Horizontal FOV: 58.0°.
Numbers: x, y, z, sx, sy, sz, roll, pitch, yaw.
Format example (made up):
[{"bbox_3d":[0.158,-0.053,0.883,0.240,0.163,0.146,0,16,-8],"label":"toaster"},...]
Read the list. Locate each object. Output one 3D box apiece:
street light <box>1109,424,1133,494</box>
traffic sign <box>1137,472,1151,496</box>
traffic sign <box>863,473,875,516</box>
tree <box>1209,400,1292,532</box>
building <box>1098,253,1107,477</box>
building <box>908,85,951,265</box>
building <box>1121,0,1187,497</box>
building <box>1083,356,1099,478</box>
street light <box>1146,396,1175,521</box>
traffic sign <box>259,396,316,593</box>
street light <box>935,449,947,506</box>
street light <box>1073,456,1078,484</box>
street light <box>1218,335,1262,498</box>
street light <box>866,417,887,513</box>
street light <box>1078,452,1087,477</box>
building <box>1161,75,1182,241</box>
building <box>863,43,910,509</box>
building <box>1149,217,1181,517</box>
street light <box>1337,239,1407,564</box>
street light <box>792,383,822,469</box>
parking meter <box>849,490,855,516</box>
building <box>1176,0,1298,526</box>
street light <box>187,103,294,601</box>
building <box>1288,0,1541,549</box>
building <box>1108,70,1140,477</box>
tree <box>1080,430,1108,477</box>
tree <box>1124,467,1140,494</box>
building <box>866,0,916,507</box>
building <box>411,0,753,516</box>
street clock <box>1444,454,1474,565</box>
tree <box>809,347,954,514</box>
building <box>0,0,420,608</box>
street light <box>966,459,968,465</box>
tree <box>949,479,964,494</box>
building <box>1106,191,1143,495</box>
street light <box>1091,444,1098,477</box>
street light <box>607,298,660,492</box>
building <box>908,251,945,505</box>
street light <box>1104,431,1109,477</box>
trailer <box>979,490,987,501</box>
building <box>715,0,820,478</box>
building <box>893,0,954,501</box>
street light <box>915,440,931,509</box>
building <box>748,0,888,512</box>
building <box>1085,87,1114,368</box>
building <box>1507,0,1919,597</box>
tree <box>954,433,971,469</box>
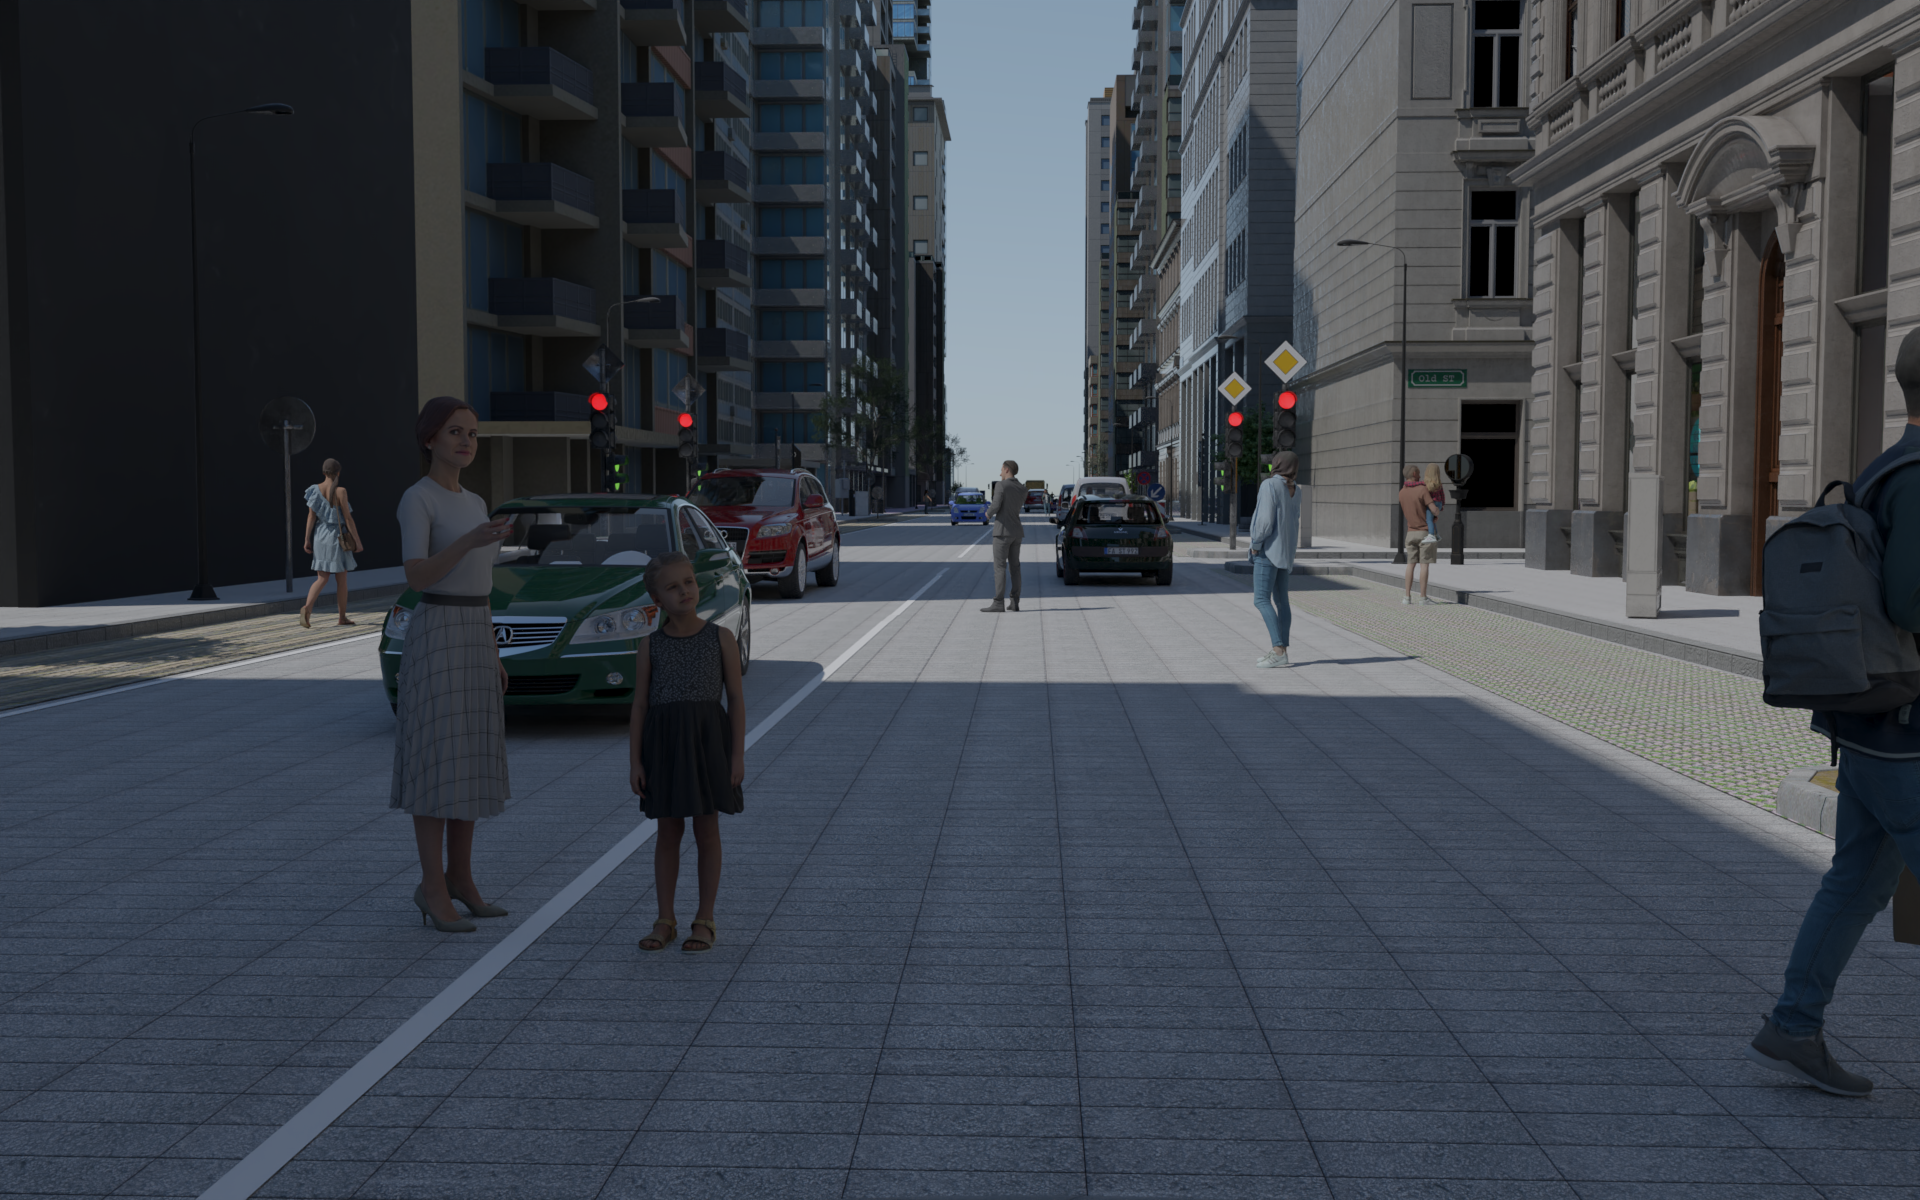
[{"bbox_3d":[10.795,-8.657,114.084,1.470,5.913,1.316,0,4,2],"label":"street light"},{"bbox_3d":[10.388,-5.976,97.808,0.768,2.556,0.104,0,4,7],"label":"traffic sign"},{"bbox_3d":[-5.404,-6.290,102.946,0.768,2.556,0.104,1,4,10],"label":"traffic sign"},{"bbox_3d":[10.293,-4.611,59.097,4.285,4.588,4.351,0,3,0],"label":"tree"},{"bbox_3d":[23.604,-26.676,207.849,14.160,30.474,14.107,0,4,2],"label":"building"},{"bbox_3d":[-15.997,-39.080,228.202,28.713,52.752,27.495,0,4,2],"label":"building"},{"bbox_3d":[25.784,-32.086,144.219,23.786,49.044,30.456,0,4,2],"label":"building"},{"bbox_3d":[30.660,-23.547,230.030,27.650,21.520,28.899,0,4,2],"label":"building"},{"bbox_3d":[9.538,-6.727,82.534,1.470,5.913,1.316,0,4,2],"label":"street light"},{"bbox_3d":[-8.743,-1.370,22.507,0.768,2.556,0.104,0,4,6],"label":"traffic sign"},{"bbox_3d":[-2.004,-12.712,180.382,1.470,5.913,1.316,0,4,2],"label":"street light"},{"bbox_3d":[14.848,-14.580,210.923,1.470,5.913,1.316,0,4,2],"label":"street light"},{"bbox_3d":[8.232,-4.780,50.701,1.470,5.913,1.316,0,4,2],"label":"street light"},{"bbox_3d":[-5.093,-8.060,104.324,1.470,5.913,1.316,0,4,2],"label":"street light"},{"bbox_3d":[14.111,-13.377,191.257,1.470,5.913,1.316,0,4,2],"label":"street light"},{"bbox_3d":[21.137,-21.469,122.720,14.160,30.474,14.107,0,4,2],"label":"building"},{"bbox_3d":[-11.998,-28.726,153.261,14.154,41.232,14.086,0,4,2],"label":"building"},{"bbox_3d":[17.271,-14.653,104.208,10.561,19.102,19.286,0,4,2],"label":"building"},{"bbox_3d":[7.563,-3.618,31.690,1.470,5.913,1.316,0,4,2],"label":"street light"},{"bbox_3d":[-6.458,-6.126,72.698,1.470,5.913,1.316,0,4,2],"label":"street light"},{"bbox_3d":[-6.213,-5.576,99.579,0.372,1.533,0.369,0,3,0],"label":"parking meter"},{"bbox_3d":[16.709,-18.422,78.700,11.434,29.767,29.804,0,4,2],"label":"building"},{"bbox_3d":[-8.627,-2.951,20.784,1.470,5.913,1.316,0,4,2],"label":"street light"},{"bbox_3d":[31.901,-16.547,46.962,44.131,29.872,17.030,0,4,2],"label":"building"},{"bbox_3d":[22.882,-32.522,181.843,14.600,45.320,14.200,0,4,2],"label":"building"},{"bbox_3d":[15.890,-15.231,199.385,4.360,8.622,3.978,0,3,0],"label":"tree"},{"bbox_3d":[12.075,-7.782,121.832,1.663,3.219,1.824,0,3,0],"label":"tree"},{"bbox_3d":[-14.874,-44.743,169.796,20.563,71.187,20.611,0,4,2],"label":"building"},{"bbox_3d":[-18.838,-24.467,54.656,22.147,44.769,28.867,0,4,2],"label":"building"},{"bbox_3d":[9.029,-1.640,31.386,0.471,2.002,0.358,3,4,36],"label":"street clock"},{"bbox_3d":[-5.990,-10.774,110.566,8.767,10.594,7.601,1,4,21],"label":"tree"},{"bbox_3d":[-18.037,-11.963,25.271,15.834,23.373,12.332,0,4,2],"label":"building"},{"bbox_3d":[0.279,-15.820,231.203,1.470,5.913,1.316,0,4,2],"label":"street light"},{"bbox_3d":[-0.494,-14.121,225.480,1.663,3.219,1.824,0,3,0],"label":"tree"},{"bbox_3d":[21.791,-24.190,167.211,14.160,30.474,14.107,0,4,2],"label":"building"},{"bbox_3d":[12.818,-11.454,159.820,1.470,5.913,1.316,0,4,2],"label":"street light"},{"bbox_3d":[-7.779,-4.194,41.107,1.470,5.913,1.316,0,4,2],"label":"street light"},{"bbox_3d":[-9.185,-26.634,207.159,14.160,30.474,14.107,0,4,2],"label":"building"},{"bbox_3d":[11.336,-9.500,127.866,1.470,5.913,1.316,0,4,2],"label":"street light"},{"bbox_3d":[3.333,-15.847,266.148,1.471,1.999,3.904,0,4,3],"label":"trailer"},{"bbox_3d":[-24.030,-24.313,89.406,32.217,40.220,23.993,0,4,2],"label":"building"},{"bbox_3d":[-11.784,-57.709,256.215,22.319,86.520,31.000,0,4,2],"label":"building"},{"bbox_3d":[-3.197,-10.789,148.940,1.470,5.913,1.316,0,4,2],"label":"street light"},{"bbox_3d":[-18.061,-31.258,130.670,23.786,49.044,30.456,0,4,2],"label":"building"},{"bbox_3d":[29.082,-43.761,257.493,21.231,58.520,28.212,0,4,2],"label":"building"},{"bbox_3d":[14.274,-11.699,20.159,11.050,23.489,19.941,0,4,2],"label":"building"},{"bbox_3d":[-3.028,-15.605,189.559,8.767,10.594,7.601,-1,4,-9],"label":"tree"}]
